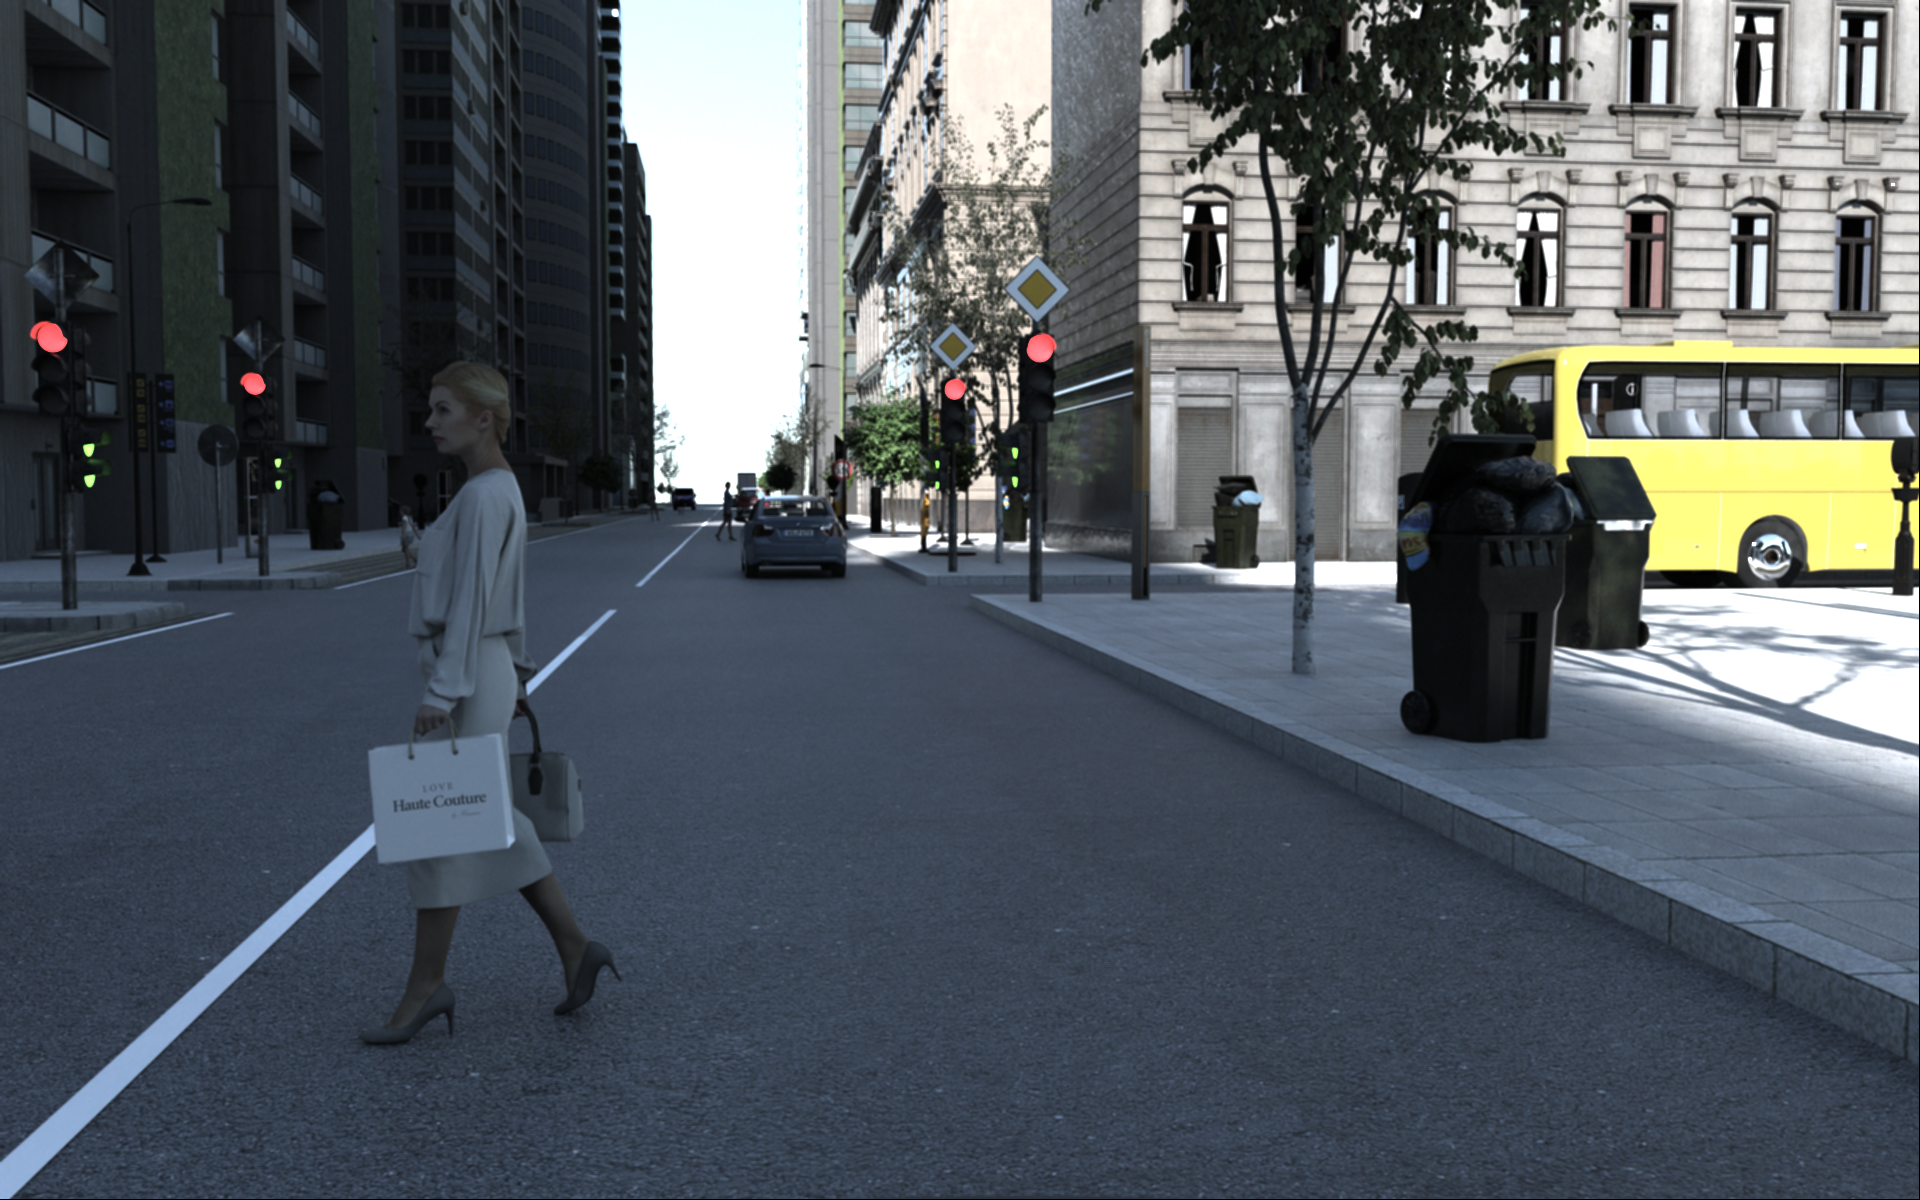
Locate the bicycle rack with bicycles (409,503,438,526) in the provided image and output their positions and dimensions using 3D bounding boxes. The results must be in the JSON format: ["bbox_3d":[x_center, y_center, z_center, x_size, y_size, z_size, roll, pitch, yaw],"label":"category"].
[{"bbox_3d":[-21.069,-3.484,70.353,2.925,0.926,2.852,-2,4,-24],"label":"bicycle rack with bicycles"}]

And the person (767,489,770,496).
[{"bbox_3d":[-13.768,-7.125,124.936,0.705,1.831,1.348,0,4,-1],"label":"person"}]

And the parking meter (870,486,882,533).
[{"bbox_3d":[-2.805,-3.023,57.841,0.372,1.533,0.369,0,3,0],"label":"parking meter"}]

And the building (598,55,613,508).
[{"bbox_3d":[-39.157,-28.892,155.974,14.154,41.232,14.086,0,4,-7],"label":"building"}]

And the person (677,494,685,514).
[{"bbox_3d":[-20.005,-6.859,123.835,0.799,1.438,0.628,1,4,19],"label":"person"}]

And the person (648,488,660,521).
[{"bbox_3d":[-16.563,-5.188,93.658,0.599,1.781,0.374,1,4,15],"label":"person"}]

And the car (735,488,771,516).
[{"bbox_3d":[-12.844,-6.046,107.533,2.281,1.827,5.304,0,4,-8],"label":"car"}]

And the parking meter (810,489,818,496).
[{"bbox_3d":[-7.267,-4.751,86.092,0.372,1.533,0.369,0,3,0],"label":"parking meter"}]

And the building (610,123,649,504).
[{"bbox_3d":[-52.188,-36.854,226.271,21.300,48.544,21.600,0,4,-7],"label":"building"}]

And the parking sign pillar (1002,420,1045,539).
[{"bbox_3d":[1.773,-3.794,50.499,1.447,3.967,1.447,-3,4,-36],"label":"parking sign pillar"}]

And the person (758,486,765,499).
[{"bbox_3d":[-10.531,-5.118,92.036,0.748,1.841,0.638,3,5,41],"label":"person"}]

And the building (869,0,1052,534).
[{"bbox_3d":[3.602,-16.549,67.836,12.463,27.353,25.104,0,4,-7],"label":"building"}]

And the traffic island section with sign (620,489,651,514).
[{"bbox_3d":[-23.713,-7.175,125.931,1.989,1.847,2.006,0,4,-7],"label":"traffic island section with sign"}]

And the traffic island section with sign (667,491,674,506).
[{"bbox_3d":[-34.242,-12.160,207.448,1.989,1.847,2.006,0,4,-7],"label":"traffic island section with sign"}]

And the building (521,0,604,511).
[{"bbox_3d":[-39.664,-36.214,134.097,21.231,58.520,28.212,0,4,-7],"label":"building"}]

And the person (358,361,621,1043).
[{"bbox_3d":[-1.248,0.261,4.587,0.624,1.780,0.694,0,4,3],"label":"person"}]

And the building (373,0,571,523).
[{"bbox_3d":[-35.552,-23.802,81.044,32.217,40.220,23.993,0,4,-7],"label":"building"}]

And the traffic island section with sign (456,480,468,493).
[{"bbox_3d":[-13.683,-2.422,48.223,1.989,1.847,2.006,0,4,-7],"label":"traffic island section with sign"}]

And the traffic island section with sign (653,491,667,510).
[{"bbox_3d":[-27.220,-8.841,153.179,1.989,1.847,2.006,0,4,-7],"label":"traffic island section with sign"}]

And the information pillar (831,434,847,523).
[{"bbox_3d":[-4.673,-4.671,67.728,0.504,3.616,0.183,-1,4,-16],"label":"information pillar"}]

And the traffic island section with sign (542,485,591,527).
[{"bbox_3d":[-17.294,-4.136,76.249,1.989,1.847,2.006,0,4,-7],"label":"traffic island section with sign"}]

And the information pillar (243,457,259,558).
[{"bbox_3d":[-14.167,-1.851,34.753,0.304,2.012,0.304,-3,4,-36],"label":"information pillar"}]

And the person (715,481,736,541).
[{"bbox_3d":[-7.206,-2.744,53.389,0.654,1.822,0.581,1,4,14],"label":"person"}]

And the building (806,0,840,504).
[{"bbox_3d":[-3.888,-38.005,163.385,21.231,58.520,28.212,0,4,-7],"label":"building"}]

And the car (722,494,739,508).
[{"bbox_3d":[-20.694,-9.073,158.132,2.009,1.686,4.222,-1,4,-8],"label":"car"}]

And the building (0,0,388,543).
[{"bbox_3d":[-27.150,-22.709,54.882,14.154,41.232,14.086,0,4,-7],"label":"building"}]

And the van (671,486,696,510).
[{"bbox_3d":[-24.799,-9.266,155.883,2.240,2.365,5.245,0,4,-7],"label":"van"}]

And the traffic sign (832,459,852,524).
[{"bbox_3d":[-4.330,-3.885,63.628,0.768,2.556,0.104,0,4,-4],"label":"traffic sign"}]

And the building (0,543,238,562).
[{"bbox_3d":[-23.608,-21.377,33.111,14.154,41.232,14.086,0,4,-7],"label":"building"}]

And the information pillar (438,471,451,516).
[{"bbox_3d":[-16.385,-3.093,55.063,0.304,2.012,0.304,0,4,5],"label":"information pillar"}]

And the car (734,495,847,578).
[{"bbox_3d":[-3.025,-1.166,31.074,2.014,1.417,4.499,-1,4,-8],"label":"car"}]

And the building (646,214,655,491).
[{"bbox_3d":[-50.856,-34.368,245.508,14.154,41.232,14.086,0,4,-7],"label":"building"}]

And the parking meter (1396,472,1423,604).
[{"bbox_3d":[5.319,-0.728,20.310,0.372,1.533,0.369,0,3,0],"label":"parking meter"}]

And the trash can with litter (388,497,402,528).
[{"bbox_3d":[-21.445,-3.342,66.034,1.055,1.170,0.624,-3,5,-39],"label":"trash can with litter"}]

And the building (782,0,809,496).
[{"bbox_3d":[-14.095,-57.081,245.945,22.319,86.520,31.000,0,4,-7],"label":"building"}]

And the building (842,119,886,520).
[{"bbox_3d":[1.091,-15.331,92.459,13.314,21.916,24.055,0,4,-7],"label":"building"}]

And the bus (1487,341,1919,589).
[{"bbox_3d":[14.358,-2.129,26.359,12.252,3.916,2.896,0,4,-6],"label":"bus"}]

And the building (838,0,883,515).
[{"bbox_3d":[-1.051,-26.333,114.135,14.154,41.232,14.086,0,4,-7],"label":"building"}]

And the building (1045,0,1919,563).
[{"bbox_3d":[11.464,-11.498,37.144,18.267,20.994,9.793,0,4,-7],"label":"building"}]

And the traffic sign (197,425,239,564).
[{"bbox_3d":[-13.656,-1.944,31.884,0.768,2.556,0.104,0,4,2],"label":"traffic sign"}]

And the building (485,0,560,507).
[{"bbox_3d":[-36.569,-41.057,109.541,20.563,71.187,20.611,0,4,-7],"label":"building"}]

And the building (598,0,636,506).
[{"bbox_3d":[-48.790,-54.215,199.080,22.319,86.520,31.000,0,4,-7],"label":"building"}]

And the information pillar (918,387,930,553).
[{"bbox_3d":[-0.770,-2.838,37.756,0.183,3.616,0.504,-1,4,-14],"label":"information pillar"}]

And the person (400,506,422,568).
[{"bbox_3d":[-10.555,-1.203,33.186,0.382,1.210,0.505,0,4,-2],"label":"person"}]

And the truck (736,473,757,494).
[{"bbox_3d":[-28.468,-14.808,231.017,2.839,4.237,11.283,0,4,-7],"label":"truck"}]
